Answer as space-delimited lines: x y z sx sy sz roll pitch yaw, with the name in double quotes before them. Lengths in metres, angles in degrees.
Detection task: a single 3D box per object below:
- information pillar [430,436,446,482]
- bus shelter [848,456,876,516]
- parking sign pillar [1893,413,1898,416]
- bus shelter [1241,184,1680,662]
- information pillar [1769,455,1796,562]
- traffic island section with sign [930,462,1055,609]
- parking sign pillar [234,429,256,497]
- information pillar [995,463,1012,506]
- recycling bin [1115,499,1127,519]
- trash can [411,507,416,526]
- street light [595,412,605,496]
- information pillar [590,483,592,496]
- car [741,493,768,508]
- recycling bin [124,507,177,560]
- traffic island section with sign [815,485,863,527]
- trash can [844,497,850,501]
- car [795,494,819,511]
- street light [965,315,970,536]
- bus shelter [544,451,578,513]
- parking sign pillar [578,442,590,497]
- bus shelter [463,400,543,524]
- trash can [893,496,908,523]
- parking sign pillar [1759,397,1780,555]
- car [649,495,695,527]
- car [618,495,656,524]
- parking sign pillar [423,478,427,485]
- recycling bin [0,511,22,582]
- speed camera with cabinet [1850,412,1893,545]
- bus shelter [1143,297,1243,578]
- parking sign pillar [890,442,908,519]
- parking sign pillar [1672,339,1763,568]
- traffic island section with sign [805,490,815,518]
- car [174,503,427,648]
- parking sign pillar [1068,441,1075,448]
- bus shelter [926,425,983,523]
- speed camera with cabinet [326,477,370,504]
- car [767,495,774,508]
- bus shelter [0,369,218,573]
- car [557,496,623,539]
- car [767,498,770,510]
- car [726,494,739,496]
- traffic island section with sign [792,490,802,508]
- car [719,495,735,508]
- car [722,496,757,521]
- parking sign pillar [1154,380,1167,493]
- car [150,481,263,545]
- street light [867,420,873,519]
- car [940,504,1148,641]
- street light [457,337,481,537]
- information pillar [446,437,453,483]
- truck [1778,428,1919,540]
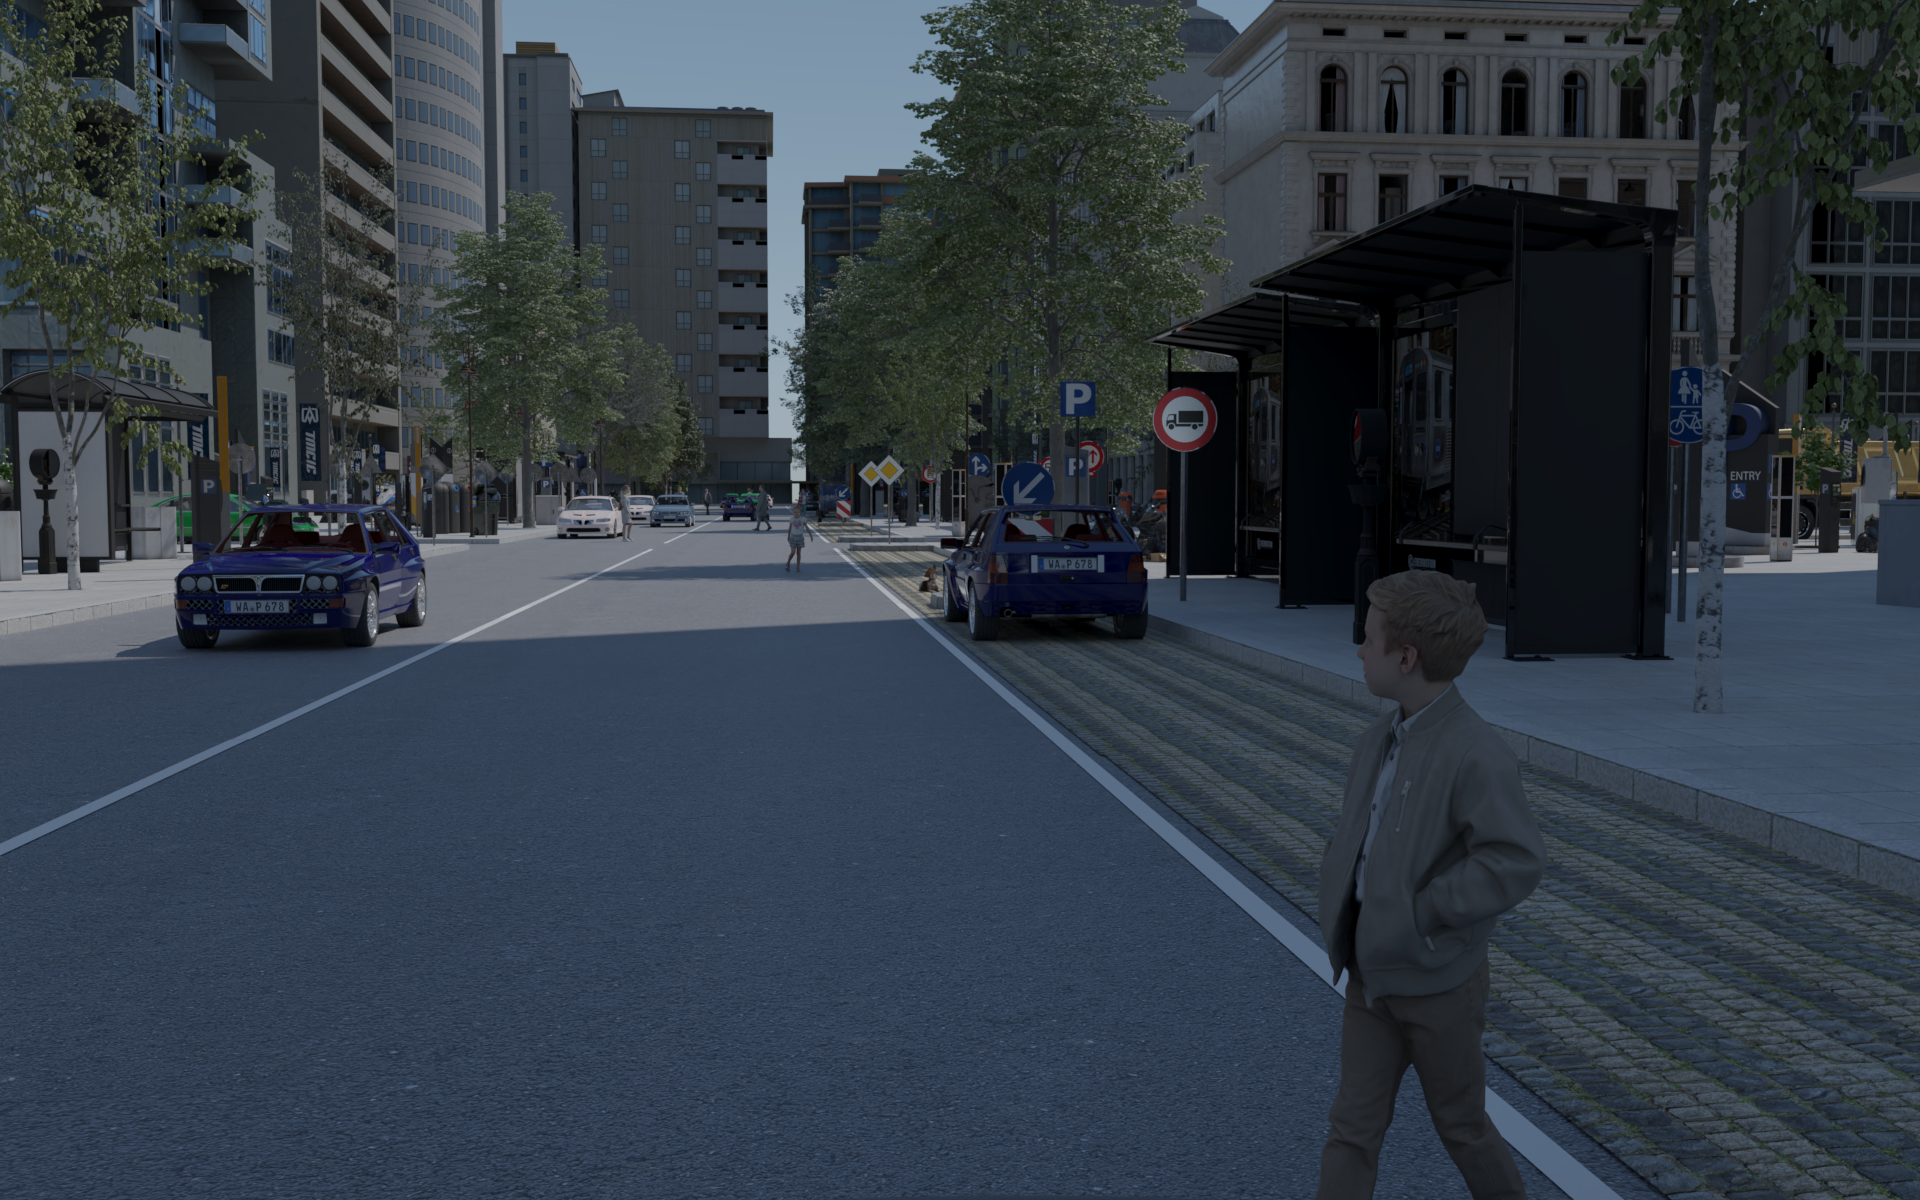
"information pillar" -21.287 -4.834 70.397 0.504 3.616 0.183 0 4 4
"bus shelter" -6.144 -7.061 106.733 1.731 3.624 6.357 0 4 -6
"parking sign pillar" 31.500 -4.273 58.328 1.447 3.967 1.447 1 4 20
"bus shelter" 4.399 -1.533 16.340 1.731 3.624 6.357 0 4 -6
"information pillar" 15.604 -1.735 32.864 0.304 2.012 0.304 0 4 -2
"traffic island section with sign" 0.651 -0.817 21.987 1.989 1.847 2.006 0 4 -6
"parking sign pillar" -29.673 -5.107 71.978 1.447 3.967 1.447 0 4 -4
"information pillar" 1.040 -2.245 41.197 0.304 2.012 0.304 2 4 33
"recycling bin" 8.331 -4.793 90.924 0.722 1.027 0.722 -1 4 -11
"trash can" -22.075 -3.571 70.047 0.748 1.137 0.748 0 3 0
"street light" -18.533 -7.132 89.398 0.468 5.910 1.993 0 4 -6
"information pillar" -20.186 -5.481 94.107 0.304 2.012 0.304 1 4 12
"car" -13.054 -6.108 108.665 1.959 1.807 4.718 0 4 -5
"recycling bin" -16.011 -1.327 34.247 0.722 1.027 0.722 2 4 34
"traffic island section with sign" -5.302 -4.165 76.720 1.989 1.847 2.006 0 4 -6
"trash can" -8.117 -6.822 123.188 0.748 1.137 0.748 0 3 0
"car" -11.404 -7.380 130.454 2.009 1.686 4.222 0 4 -7
"street light" 0.180 -4.343 43.799 0.468 5.910 1.993 0 4 -6
"bus shelter" -20.486 -6.619 85.858 2.179 5.291 8.768 0 4 -6
"parking sign pillar" -18.123 -5.814 83.536 1.447 3.967 1.447 0 4 -7
"bus shelter" -20.150 -6.011 75.913 2.179 5.291 8.768 0 4 -6
"trash can" -2.461 -4.030 77.546 0.748 1.137 0.748 0 3 0
"parking sign pillar" 16.723 -2.964 36.935 1.447 3.967 1.447 -2 4 -34
"car" -12.606 -3.916 76.027 2.014 1.417 4.499 0 4 -5
"car" -15.282 -4.288 82.472 2.083 1.381 4.827 0 4 -6
"parking sign pillar" -38.018 -8.233 123.081 1.447 3.967 1.447 0 4 4
"recycling bin" -14.374 -0.793 25.517 0.722 1.027 0.722 2 4 30
"speed camera with cabinet" 22.436 -2.956 42.660 0.660 3.252 2.038 1 4 19
"bus shelter" 3.960 -1.962 23.359 1.731 3.624 6.357 0 4 -6
"parking sign pillar" -2.873 -6.162 89.225 1.447 3.967 1.447 0 4 -2
"parking sign pillar" 13.101 -2.575 30.571 1.447 3.967 1.447 3 5 40
"traffic island section with sign" -8.289 -5.832 103.987 1.989 1.847 2.006 0 4 -6
"car" -6.519 -0.294 17.381 1.945 1.354 3.894 0 4 -7
"parking sign pillar" 5.702 -6.027 87.012 1.447 3.967 1.447 -2 4 -28
"bus shelter" -0.460 -6.400 82.265 2.179 5.291 8.768 0 4 -6
"speed camera with cabinet" -30.613 -5.647 86.657 2.038 3.252 0.660 -2 4 -30
"car" -20.492 -10.291 180.611 2.083 1.381 4.827 0 4 -5
"bus shelter" -14.938 -2.252 30.744 2.014 3.302 5.546 0 4 -6
"car" -12.148 -2.744 57.226 2.083 1.381 4.827 0 4 -5
"car" -18.108 -8.785 155.638 2.014 1.417 4.499 0 4 -5
"car" -25.201 -11.179 191.572 1.959 1.807 4.718 0 4 -5
"traffic island section with sign" -13.659 -8.856 153.424 1.989 1.847 2.006 0 4 -6
"car" -23.599 -10.046 176.828 1.945 1.354 3.894 0 4 -5
"car" -11.810 -4.921 93.036 1.945 1.354 3.894 0 4 -4
"parking sign pillar" 5.004 -3.253 41.663 1.447 3.967 1.447 1 4 18
"car" -19.363 -2.250 45.591 4.718 1.807 1.959 0 4 -6
"street light" -4.490 -7.013 87.444 0.468 5.910 1.993 0 4 -6
"car" 0.810 -0.346 18.237 1.945 1.354 3.894 0 4 -6
"street light" -14.447 -4.790 51.101 0.468 5.910 1.993 0 4 -6
"information pillar" -21.111 -4.893 71.363 0.183 3.616 0.504 3 5 40
"truck" 26.275 -3.416 51.773 9.791 3.379 3.469 0 4 -8
